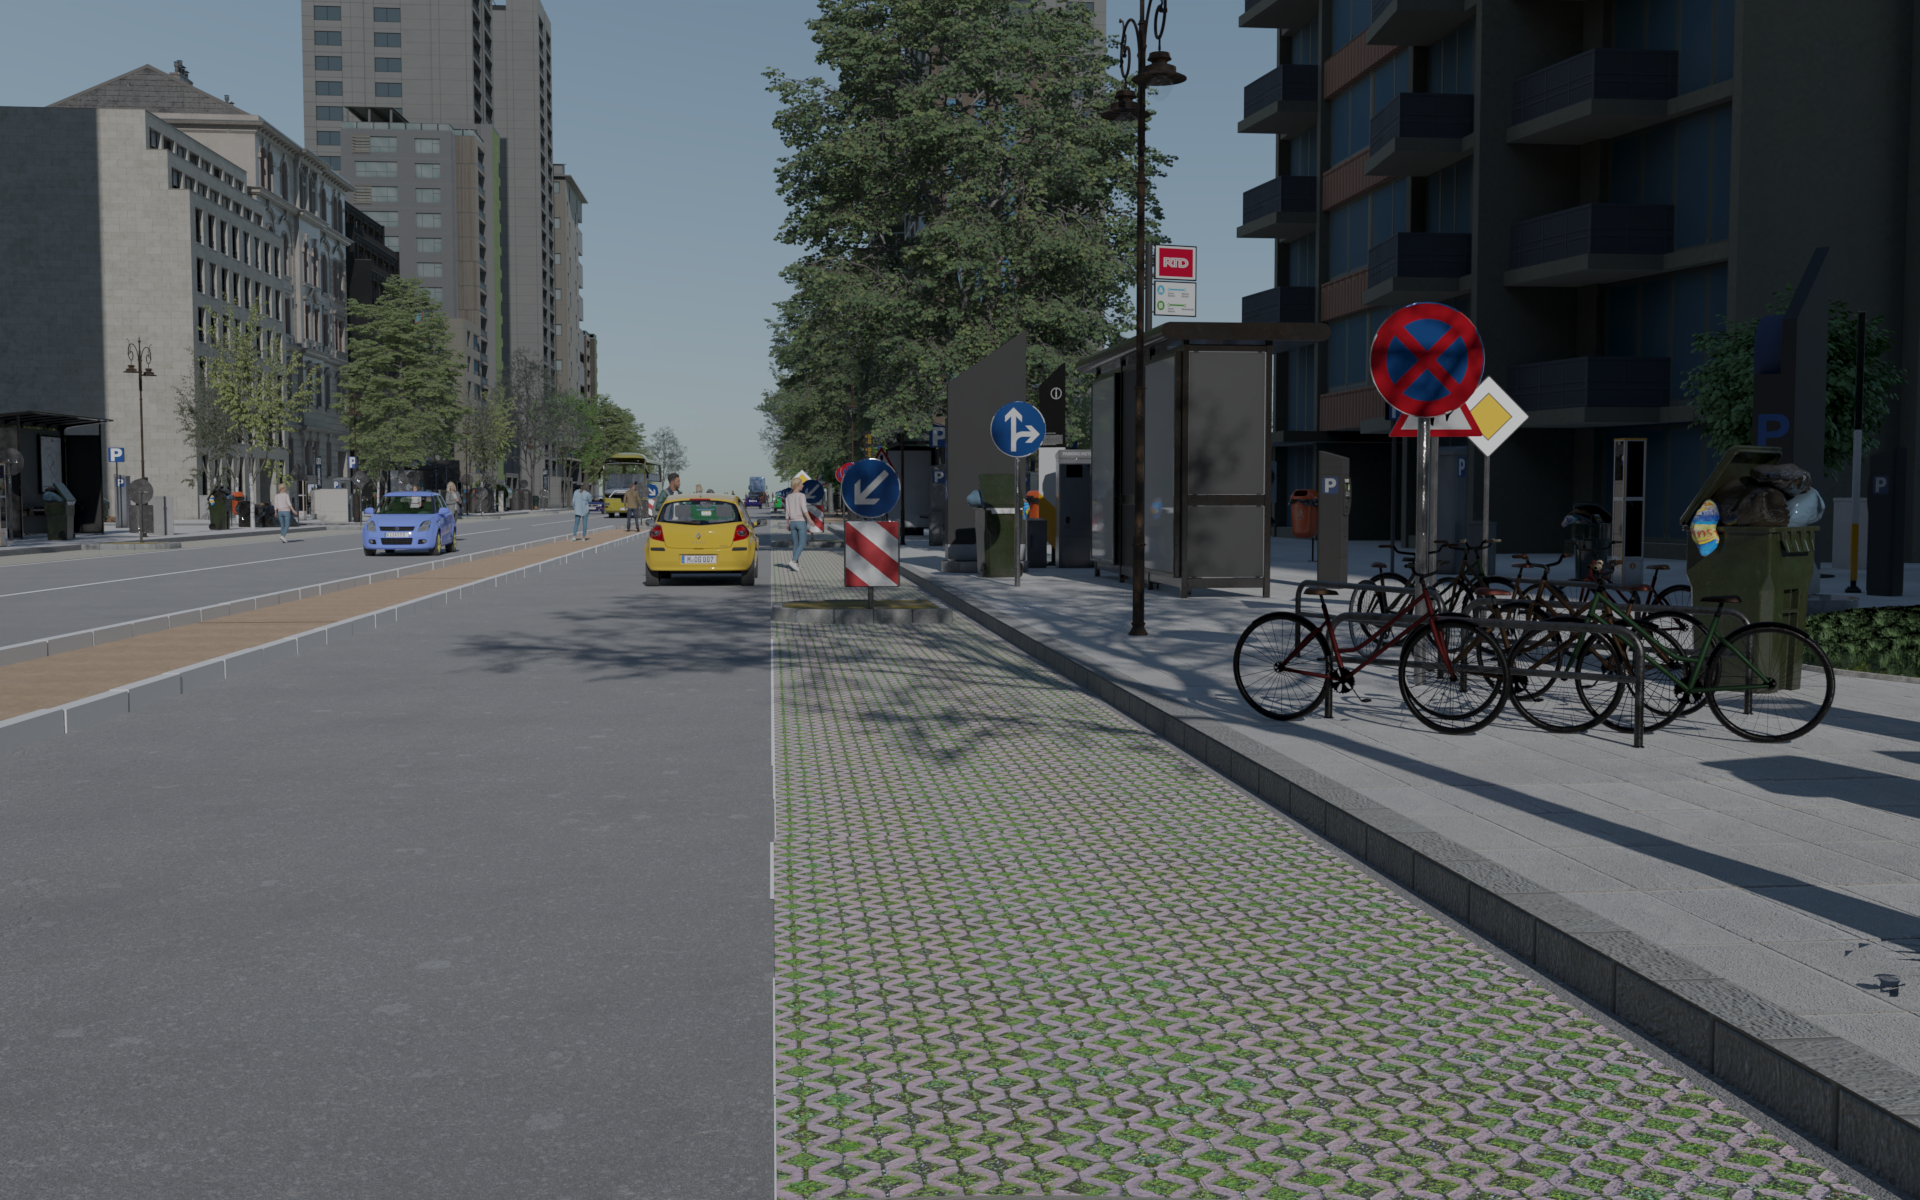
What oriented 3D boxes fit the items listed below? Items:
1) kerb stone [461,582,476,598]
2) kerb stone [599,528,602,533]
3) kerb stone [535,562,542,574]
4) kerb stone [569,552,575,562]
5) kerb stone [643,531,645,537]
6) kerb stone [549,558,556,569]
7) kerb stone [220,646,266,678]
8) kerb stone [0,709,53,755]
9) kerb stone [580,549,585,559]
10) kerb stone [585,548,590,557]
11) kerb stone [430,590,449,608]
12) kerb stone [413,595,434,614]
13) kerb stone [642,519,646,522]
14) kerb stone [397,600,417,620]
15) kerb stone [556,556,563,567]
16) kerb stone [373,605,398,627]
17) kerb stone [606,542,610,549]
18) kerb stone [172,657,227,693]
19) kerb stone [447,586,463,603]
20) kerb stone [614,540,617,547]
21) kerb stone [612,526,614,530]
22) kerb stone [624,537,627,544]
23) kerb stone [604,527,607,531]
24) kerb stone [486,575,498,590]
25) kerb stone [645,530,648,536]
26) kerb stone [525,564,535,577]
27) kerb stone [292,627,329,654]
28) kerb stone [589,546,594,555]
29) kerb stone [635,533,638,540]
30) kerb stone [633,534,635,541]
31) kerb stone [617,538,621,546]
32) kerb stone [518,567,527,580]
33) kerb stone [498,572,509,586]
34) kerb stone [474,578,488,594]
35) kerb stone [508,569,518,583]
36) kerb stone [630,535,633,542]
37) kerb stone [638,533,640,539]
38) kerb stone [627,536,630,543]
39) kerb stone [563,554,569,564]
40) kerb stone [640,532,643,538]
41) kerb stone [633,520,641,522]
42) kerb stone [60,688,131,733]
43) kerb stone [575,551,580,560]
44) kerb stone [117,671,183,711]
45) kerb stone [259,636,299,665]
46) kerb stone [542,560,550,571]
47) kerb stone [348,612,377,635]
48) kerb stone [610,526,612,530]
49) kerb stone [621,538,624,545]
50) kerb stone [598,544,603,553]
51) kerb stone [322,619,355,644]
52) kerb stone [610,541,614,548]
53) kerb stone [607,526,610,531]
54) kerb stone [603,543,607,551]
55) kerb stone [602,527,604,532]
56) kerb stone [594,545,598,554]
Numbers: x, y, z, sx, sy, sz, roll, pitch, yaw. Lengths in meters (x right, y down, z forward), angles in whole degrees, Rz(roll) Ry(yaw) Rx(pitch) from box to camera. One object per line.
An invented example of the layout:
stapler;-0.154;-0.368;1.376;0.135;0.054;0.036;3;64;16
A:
kerb stone;-6.920;-0.117;24.105;0.120;0.150;1.000;0;4;-6
kerb stone;-13.354;-2.536;63.656;0.120;0.150;1.000;0;4;-6
kerb stone;-7.708;-0.554;31.250;0.120;0.150;1.000;0;4;-6
kerb stone;-8.253;-0.863;36.339;0.120;0.150;1.000;0;4;-6
kerb stone;-10.492;-2.112;56.728;0.120;0.150;1.000;0;4;-6
kerb stone;-7.928;-0.675;33.283;0.120;0.150;1.000;0;4;-6
kerb stone;-5.811;0.506;13.921;0.120;0.150;1.000;0;4;-6
kerb stone;-5.363;0.755;9.849;0.120;0.150;1.000;0;4;-6
kerb stone;-8.486;-0.990;38.389;0.120;0.150;1.000;0;4;-6
kerb stone;-8.590;-1.053;39.406;0.120;0.150;1.000;0;4;-6
kerb stone;-6.704;0.008;22.072;0.120;0.150;1.000;0;4;-6
kerb stone;-6.590;0.070;21.056;0.120;0.150;1.000;0;4;-6
kerb stone;-15.860;-3.936;86.551;0.120;0.150;1.000;0;4;-6
kerb stone;-6.474;0.132;20.040;0.120;0.150;1.000;0;4;-6
kerb stone;-8.040;-0.740;34.299;0.120;0.150;1.000;0;4;-6
kerb stone;-6.367;0.196;19.023;0.120;0.150;1.000;0;4;-6
kerb stone;-9.153;-1.357;44.499;0.120;0.150;1.000;0;4;-6
kerb stone;-5.703;0.569;12.902;0.120;0.150;1.000;0;4;-6
kerb stone;-6.812;-0.055;23.089;0.120;0.150;1.000;0;4;-6
kerb stone;-9.380;-1.488;46.530;0.120;0.150;1.000;0;4;-6
kerb stone;-13.916;-2.845;68.747;0.120;0.150;1.000;0;4;-6
kerb stone;-9.709;-1.676;49.602;0.120;0.150;1.000;0;4;-6
kerb stone;-13.588;-2.660;65.688;0.120;0.150;1.000;0;4;-6
kerb stone;-7.152;-0.242;26.152;0.120;0.150;1.000;0;4;-6
kerb stone;-10.600;-2.174;57.746;0.120;0.150;1.000;0;4;-6
kerb stone;-7.589;-0.491;30.229;0.120;0.150;1.000;0;4;-6
kerb stone;-6.035;0.383;15.966;0.120;0.150;1.000;0;4;-6
kerb stone;-8.707;-1.113;40.422;0.120;0.150;1.000;0;4;-6
kerb stone;-10.153;-1.925;53.671;0.120;0.150;1.000;0;4;-6
kerb stone;-10.046;-1.863;52.654;0.120;0.150;1.000;0;4;-6
kerb stone;-9.488;-1.547;47.550;0.120;0.150;1.000;0;4;-6
kerb stone;-7.482;-0.428;29.211;0.120;0.150;1.000;0;4;-6
kerb stone;-7.258;-0.304;27.168;0.120;0.150;1.000;0;4;-6
kerb stone;-7.031;-0.179;25.121;0.120;0.150;1.000;0;4;-6
kerb stone;-7.369;-0.367;28.191;0.120;0.150;1.000;0;4;-6
kerb stone;-9.934;-1.794;51.638;0.120;0.150;1.000;0;4;-6
kerb stone;-10.269;-1.987;54.687;0.120;0.150;1.000;0;4;-6
kerb stone;-9.829;-1.733;50.621;0.120;0.150;1.000;0;4;-6
kerb stone;-8.150;-0.803;35.317;0.120;0.150;1.000;0;4;-6
kerb stone;-10.375;-2.050;55.710;0.120;0.150;1.000;0;4;-6
kerb stone;-15.531;-3.748;83.499;0.120;0.150;1.000;0;4;-6
kerb stone;-5.467;0.701;10.867;0.120;0.150;1.000;0;4;-6
kerb stone;-8.370;-0.927;37.355;0.120;0.150;1.000;0;4;-6
kerb stone;-5.583;0.634;11.887;0.120;0.150;1.000;0;4;-6
kerb stone;-5.924;0.449;14.938;0.120;0.150;1.000;0;4;-6
kerb stone;-7.813;-0.614;32.267;0.120;0.150;1.000;0;4;-6
kerb stone;-6.259;0.257;18.002;0.120;0.150;1.000;0;4;-6
kerb stone;-13.808;-2.785;67.724;0.120;0.150;1.000;0;4;-6
kerb stone;-9.599;-1.612;48.580;0.120;0.150;1.000;0;4;-6
kerb stone;-8.921;-1.237;42.456;0.120;0.150;1.000;0;4;-6
kerb stone;-6.144;0.319;16.986;0.120;0.150;1.000;0;4;-6
kerb stone;-9.262;-1.426;45.515;0.120;0.150;1.000;0;4;-6
kerb stone;-13.699;-2.719;66.704;0.120;0.150;1.000;0;4;-6
kerb stone;-9.044;-1.302;43.482;0.120;0.150;1.000;0;4;-6
kerb stone;-13.480;-2.598;64.670;0.120;0.150;1.000;0;4;-6
kerb stone;-8.823;-1.177;41.438;0.120;0.150;1.000;0;4;-6
